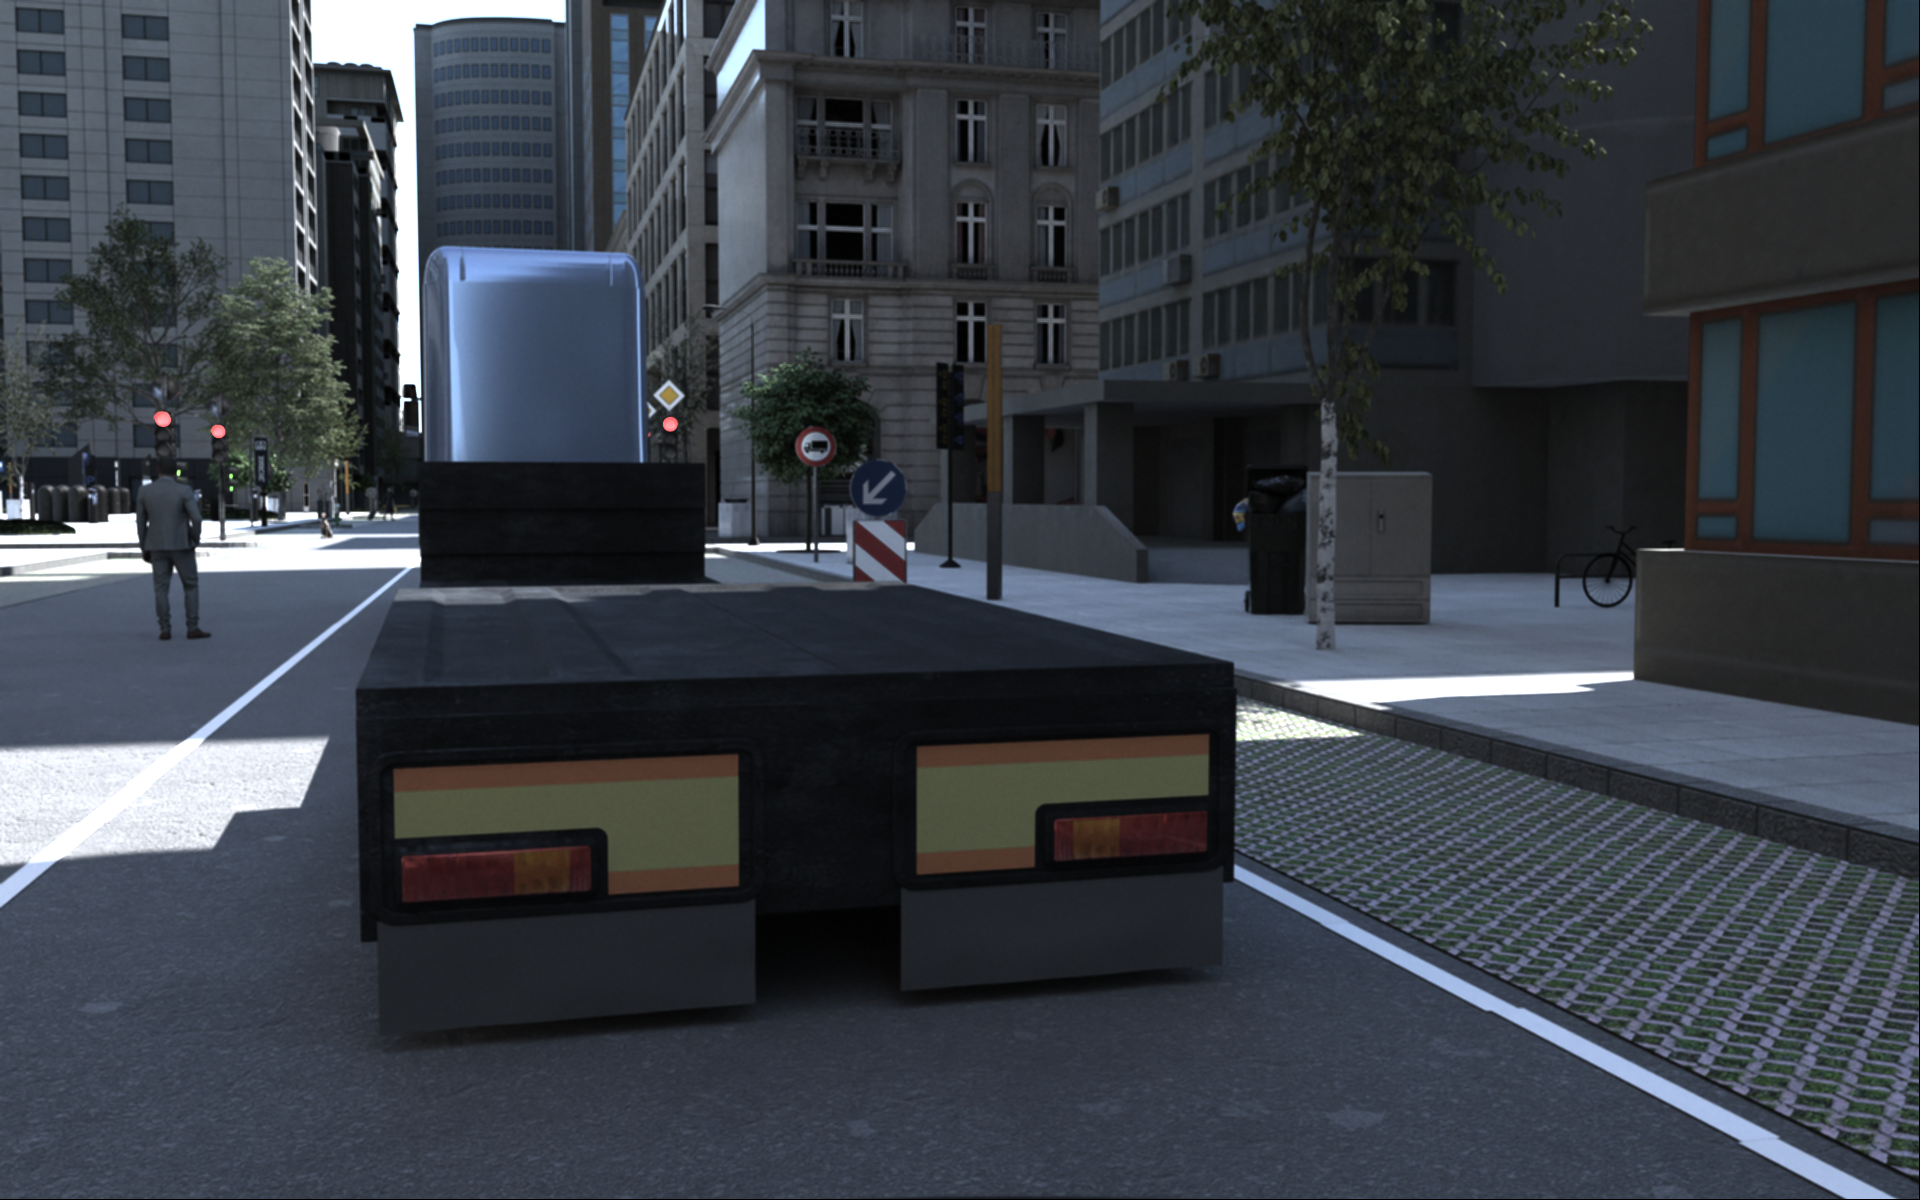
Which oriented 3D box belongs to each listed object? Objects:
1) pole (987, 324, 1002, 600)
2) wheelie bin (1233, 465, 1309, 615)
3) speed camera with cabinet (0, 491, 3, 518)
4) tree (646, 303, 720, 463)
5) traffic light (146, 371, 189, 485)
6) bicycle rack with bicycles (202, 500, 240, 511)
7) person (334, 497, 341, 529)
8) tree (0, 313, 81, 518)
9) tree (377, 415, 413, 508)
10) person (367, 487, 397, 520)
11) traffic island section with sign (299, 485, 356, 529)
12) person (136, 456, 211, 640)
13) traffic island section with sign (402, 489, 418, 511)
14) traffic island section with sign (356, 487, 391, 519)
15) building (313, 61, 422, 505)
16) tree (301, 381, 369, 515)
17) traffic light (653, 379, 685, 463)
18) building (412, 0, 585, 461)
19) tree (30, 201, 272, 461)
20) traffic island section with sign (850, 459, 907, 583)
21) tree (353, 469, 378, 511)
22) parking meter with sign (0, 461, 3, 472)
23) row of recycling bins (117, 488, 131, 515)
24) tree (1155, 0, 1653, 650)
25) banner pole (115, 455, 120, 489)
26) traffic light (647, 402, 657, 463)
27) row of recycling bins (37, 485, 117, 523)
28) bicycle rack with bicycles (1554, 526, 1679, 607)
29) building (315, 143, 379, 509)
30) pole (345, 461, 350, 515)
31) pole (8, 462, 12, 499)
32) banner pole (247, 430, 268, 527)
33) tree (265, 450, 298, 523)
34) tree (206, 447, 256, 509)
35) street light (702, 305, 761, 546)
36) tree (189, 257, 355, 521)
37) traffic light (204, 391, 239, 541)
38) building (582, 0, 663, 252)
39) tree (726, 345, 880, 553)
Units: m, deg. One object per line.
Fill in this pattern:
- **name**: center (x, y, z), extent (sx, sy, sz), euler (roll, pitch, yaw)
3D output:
- **pole**: center (0.419, -1.659, 20.968), extent (0.158, 3.312, 0.155), euler (0, 3, 0)
- **wheelie bin**: center (3.431, -0.654, 18.595), extent (0.980, 1.594, 0.693), euler (0, 4, 6)
- **speed camera with cabinet**: center (-48.484, -5.639, 86.526), extent (0.660, 3.252, 2.038), euler (-3, 5, -44)
- **tree**: center (-10.736, -7.069, 65.940), extent (4.360, 8.622, 3.978), euler (0, 3, 0)
- **traffic light**: center (-18.125, -3.100, 39.600), extent (0.839, 4.253, 0.868), euler (-1, 4, -15)
- **bicycle rack with bicycles**: center (-44.253, -5.461, 102.667), extent (2.852, 0.926, 2.925), euler (3, 4, 38)
- **person**: center (-25.335, -3.530, 70.456), extent (0.306, 1.304, 0.590), euler (0, 4, 7)
- **tree**: center (-38.507, -7.393, 71.241), extent (4.360, 8.622, 3.978), euler (0, 3, 0)
- **tree**: center (-52.024, -12.733, 158.551), extent (4.737, 8.622, 4.395), euler (0, 3, 0)
- **person**: center (-31.446, -5.237, 94.342), extent (1.509, 1.804, 0.699), euler (0, 4, 0)
- **traffic island section with sign**: center (-26.510, -3.902, 72.433), extent (1.989, 1.847, 2.006), euler (-1, 4, -15)
- **person**: center (-7.781, -0.520, 17.095), extent (0.635, 1.810, 0.391), euler (-1, 4, -16)
- **traffic island section with sign**: center (-46.036, -8.409, 146.121), extent (1.989, 1.847, 2.006), euler (-1, 4, -15)
- **traffic island section with sign**: center (-33.419, -5.496, 98.492), extent (1.989, 1.847, 2.006), euler (-1, 4, -15)
- **building**: center (-80.037, -38.016, 210.792), extent (27.495, 52.752, 28.713), euler (-1, 4, -15)
- **tree**: center (-39.226, -9.652, 108.178), extent (4.737, 8.622, 4.395), euler (0, 3, 0)
- **traffic light**: center (-7.146, -3.278, 42.515), extent (0.839, 4.253, 0.868), euler (-1, 4, -15)
- **building**: center (-51.994, -41.071, 213.515), extent (28.212, 58.520, 21.231), euler (-1, 4, -15)
- **tree**: center (-26.222, -7.446, 56.163), extent (7.601, 10.594, 8.767), euler (-2, 4, -30)
- **traffic island section with sign**: center (-1.219, -0.720, 20.397), extent (1.989, 1.847, 2.006), euler (-1, 4, -15)
- **tree**: center (-45.006, -8.387, 131.730), extent (1.663, 3.219, 1.824), euler (0, 3, 0)
- **parking meter with sign**: center (-51.594, -5.884, 92.457), extent (0.543, 3.016, 1.738), euler (-3, 5, -44)
- **row of recycling bins**: center (-52.972, -6.138, 107.469), extent (1.069, 1.692, 3.534), euler (1, 4, 19)
- **tree**: center (3.257, -3.895, 14.045), extent (4.737, 8.622, 4.395), euler (0, 3, 0)
- **banner pole**: center (-54.183, -7.427, 111.448), extent (0.401, 3.779, 0.863), euler (0, 4, -3)
- **traffic light**: center (-9.192, -3.750, 50.235), extent (0.839, 4.253, 0.868), euler (-1, 4, -15)
- **row of recycling bins**: center (-39.926, -4.330, 77.910), extent (3.534, 1.692, 1.069), euler (1, 4, 14)
- **bicycle rack with bicycles**: center (8.096, -0.346, 19.041), extent (2.925, 0.926, 2.852), euler (-1, 4, -18)
- **building**: center (-56.623, -22.796, 144.417), extent (14.160, 30.474, 14.107), euler (-1, 4, -15)
- **pole**: center (-37.275, -6.821, 105.366), extent (0.158, 3.312, 0.155), euler (0, 3, 0)
- **pole**: center (-60.706, -7.150, 110.746), extent (0.158, 3.312, 0.155), euler (0, 3, 0)
- **banner pole**: center (-27.440, -4.747, 67.629), extent (0.863, 3.779, 0.401), euler (-2, 4, -26)
- **tree**: center (-30.516, -5.042, 77.030), extent (1.663, 3.219, 1.824), euler (0, 3, 0)
- **tree**: center (-45.992, -7.711, 109.791), extent (4.285, 4.588, 4.351), euler (0, 3, 0)
- **street light**: center (-5.651, -4.297, 42.804), extent (1.470, 5.913, 1.316), euler (-1, 4, -15)
- **tree**: center (-33.161, -10.124, 83.658), extent (7.486, 12.596, 7.792), euler (0, 3, 0)
- **traffic light**: center (-20.171, -3.572, 47.319), extent (0.839, 4.253, 0.868), euler (-1, 4, -15)
- **building**: center (-23.657, -30.169, 143.374), extent (14.600, 45.320, 14.200), euler (-1, 4, -15)
- **tree**: center (-3.441, -3.336, 38.263), extent (4.285, 4.588, 4.351), euler (0, 3, 0)
